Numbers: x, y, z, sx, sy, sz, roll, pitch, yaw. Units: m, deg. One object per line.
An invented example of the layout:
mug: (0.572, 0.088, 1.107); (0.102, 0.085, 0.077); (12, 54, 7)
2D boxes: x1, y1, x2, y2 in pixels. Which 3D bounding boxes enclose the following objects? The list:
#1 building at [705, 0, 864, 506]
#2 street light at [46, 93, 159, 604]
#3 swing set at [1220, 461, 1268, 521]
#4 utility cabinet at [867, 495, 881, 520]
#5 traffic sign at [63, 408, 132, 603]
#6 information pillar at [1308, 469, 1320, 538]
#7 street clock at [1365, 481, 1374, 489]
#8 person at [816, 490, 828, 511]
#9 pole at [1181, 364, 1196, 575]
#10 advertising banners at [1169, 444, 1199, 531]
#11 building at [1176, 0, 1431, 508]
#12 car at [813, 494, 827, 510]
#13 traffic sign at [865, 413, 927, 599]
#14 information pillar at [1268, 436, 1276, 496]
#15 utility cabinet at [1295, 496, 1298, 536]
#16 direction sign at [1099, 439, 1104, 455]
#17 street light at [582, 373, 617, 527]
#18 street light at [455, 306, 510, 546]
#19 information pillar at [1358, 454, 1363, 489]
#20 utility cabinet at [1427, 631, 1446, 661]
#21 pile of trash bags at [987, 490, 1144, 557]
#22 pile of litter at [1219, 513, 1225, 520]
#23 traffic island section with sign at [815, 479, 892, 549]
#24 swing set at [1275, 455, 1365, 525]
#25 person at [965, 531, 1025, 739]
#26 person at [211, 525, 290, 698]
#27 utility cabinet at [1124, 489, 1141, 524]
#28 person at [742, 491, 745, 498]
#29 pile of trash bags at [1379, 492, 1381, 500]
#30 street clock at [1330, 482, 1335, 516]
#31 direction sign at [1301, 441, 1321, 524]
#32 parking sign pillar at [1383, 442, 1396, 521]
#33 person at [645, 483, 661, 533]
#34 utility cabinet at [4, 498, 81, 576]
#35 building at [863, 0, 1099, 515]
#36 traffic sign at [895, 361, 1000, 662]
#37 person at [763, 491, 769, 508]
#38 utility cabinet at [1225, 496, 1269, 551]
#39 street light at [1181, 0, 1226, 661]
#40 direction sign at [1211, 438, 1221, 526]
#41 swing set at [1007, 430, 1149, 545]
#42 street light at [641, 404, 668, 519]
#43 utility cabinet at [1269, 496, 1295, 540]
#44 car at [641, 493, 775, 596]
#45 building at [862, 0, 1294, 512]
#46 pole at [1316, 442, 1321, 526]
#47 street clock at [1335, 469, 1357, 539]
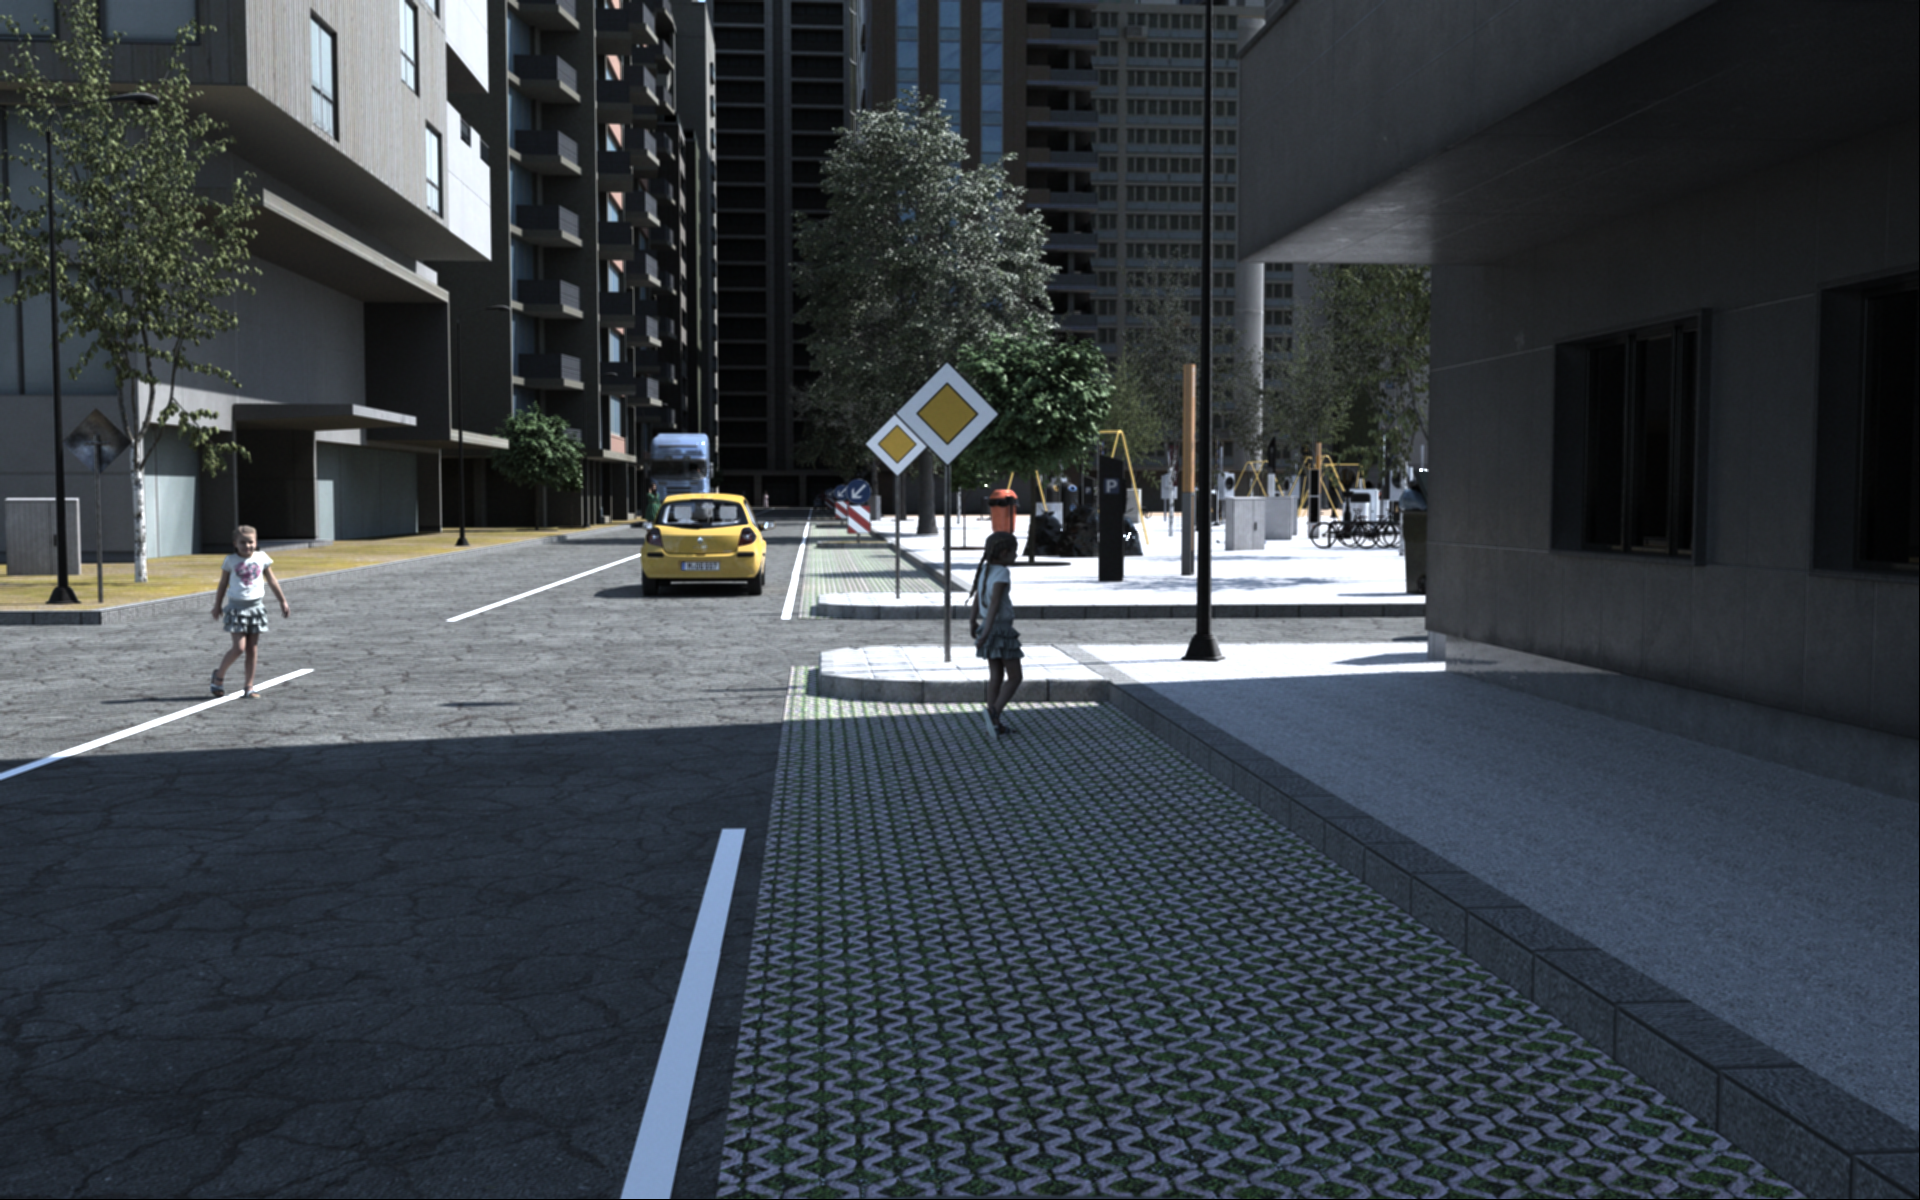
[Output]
building: (-16.680, -45.888, 188.527); (20.611, 71.187, 20.563); (0, 4, -5)
street light: (-9.983, -2.914, 20.187); (1.470, 5.913, 1.316); (0, 4, -5)
swing set: (14.120, -5.169, 82.138); (2.862, 2.851, 3.119); (0, 4, -7)
utility cabinet: (-4.196, -4.499, 84.718); (0.306, 1.237, 1.020); (-2, 4, -27)
traffic sign: (-10.128, -1.022, 20.357); (0.795, 2.450, 0.064); (0, 4, -5)
information pillar: (10.254, -2.796, 50.204); (0.304, 2.012, 0.304); (0, 4, 6)
street clock: (22.859, -5.634, 96.687); (0.358, 2.002, 0.471); (-3, 4, -37)
person: (-11.239, -8.117, 141.928); (1.217, 1.743, 0.721); (-1, 4, -22)
pole: (3.601, -2.045, 27.279); (0.158, 3.312, 0.155); (0, 3, 0)
advertising banners: (7.953, -3.941, 60.621); (0.090, 3.025, 2.074); (-2, 4, -31)
building: (35.160, -38.062, 164.318); (28.212, 58.520, 21.231); (0, 4, -5)
car: (-12.505, -8.970, 158.653); (2.014, 1.417, 4.499); (0, 4, -5)
traffic sign: (-0.764, -1.069, 21.118); (0.795, 2.450, 0.064); (0, 4, -5)
information pillar: (12.685, -4.840, 70.496); (0.183, 3.616, 0.504); (-1, 4, -18)
utility cabinet: (10.191, -2.611, 53.850); (0.306, 1.237, 1.020); (-1, 4, -8)
direction sign: (5.830, -4.860, 71.465); (0.379, 3.537, 0.876); (1, 4, 16)
street light: (-13.848, -5.748, 66.524); (1.470, 5.913, 1.316); (0, 4, -5)
street light: (-11.799, -4.298, 42.808); (1.470, 5.913, 1.316); (0, 4, -5)
information pillar: (20.999, -6.089, 90.913); (0.183, 3.616, 0.504); (0, 4, -3)
utility cabinet: (4.044, -0.156, 13.714); (0.306, 1.237, 1.020); (3, 5, 39)
pile of trash bags: (2.017, -1.584, 35.651); (3.447, 1.369, 1.912); (-3, 4, -37)
pile of litter: (13.663, -4.419, 86.217); (1.719, 0.858, 1.176); (0, 4, 6)
traffic island section with sign: (-2.817, -2.287, 46.022); (1.989, 1.847, 2.006); (0, 4, -5)
swing set: (14.667, -4.487, 70.983); (2.862, 2.851, 3.119); (0, 4, -3)
person: (0.158, 0.200, 10.249); (0.382, 1.210, 0.505); (-2, 4, -30)
person: (-5.035, 0.076, 12.273); (0.505, 1.210, 0.382); (-3, 4, -38)
utility cabinet: (7.197, -4.028, 74.534); (1.173, 1.500, 0.318); (2, 4, 28)
person: (-20.908, -9.632, 166.710); (0.721, 1.736, 1.217); (-1, 4, -12)
pile of trash bags: (23.564, -4.949, 90.663); (3.447, 1.369, 1.912); (2, 4, 24)
street clock: (21.100, -5.695, 97.680); (0.358, 2.002, 0.471); (-1, 4, -20)
direction sign: (15.090, -5.047, 74.523); (0.876, 3.537, 0.379); (0, 4, -2)
parking sign pillar: (20.080, -5.657, 80.959); (1.447, 3.967, 1.447); (0, 4, 5)
person: (-10.073, -2.940, 56.813); (0.600, 1.795, 0.529); (-3, 5, -45)
utility cabinet: (-14.514, -0.994, 27.420); (1.020, 1.237, 0.306); (-1, 4, -21)
building: (0.905, -28.353, 113.676); (14.600, 45.320, 14.200); (0, 4, -5)
traffic sign: (-0.098, -0.582, 13.160); (0.795, 2.450, 0.064); (0, 4, -5)
person: (-19.262, -9.944, 171.752); (0.621, 1.740, 0.551); (1, 4, 23)
utility cabinet: (6.496, -1.728, 39.418); (1.020, 1.237, 0.306); (-3, 4, -36)
street light: (1.352, -2.489, 13.232); (1.470, 5.913, 1.316); (0, 4, -5)
direction sign: (10.294, -4.739, 69.483); (0.379, 3.537, 0.876); (1, 4, 15)
swing set: (2.687, -2.800, 43.402); (3.119, 2.851, 2.862); (3, 4, 36)
street light: (-15.705, -7.122, 88.981); (1.470, 5.913, 1.316); (0, 4, -5)
utility cabinet: (8.736, -2.270, 48.277); (1.020, 1.237, 0.306); (1, 4, 15)
car: (-3.780, -0.959, 25.897); (2.015, 1.641, 3.980); (0, 4, -5)
building: (8.671, -27.021, 133.666); (32.217, 40.220, 23.993); (0, 4, -5)
pole: (14.162, -4.564, 68.472); (0.158, 3.312, 0.155); (0, 3, 0)
street clock: (11.150, -2.767, 49.809); (0.471, 2.002, 0.358); (2, 4, 28)
